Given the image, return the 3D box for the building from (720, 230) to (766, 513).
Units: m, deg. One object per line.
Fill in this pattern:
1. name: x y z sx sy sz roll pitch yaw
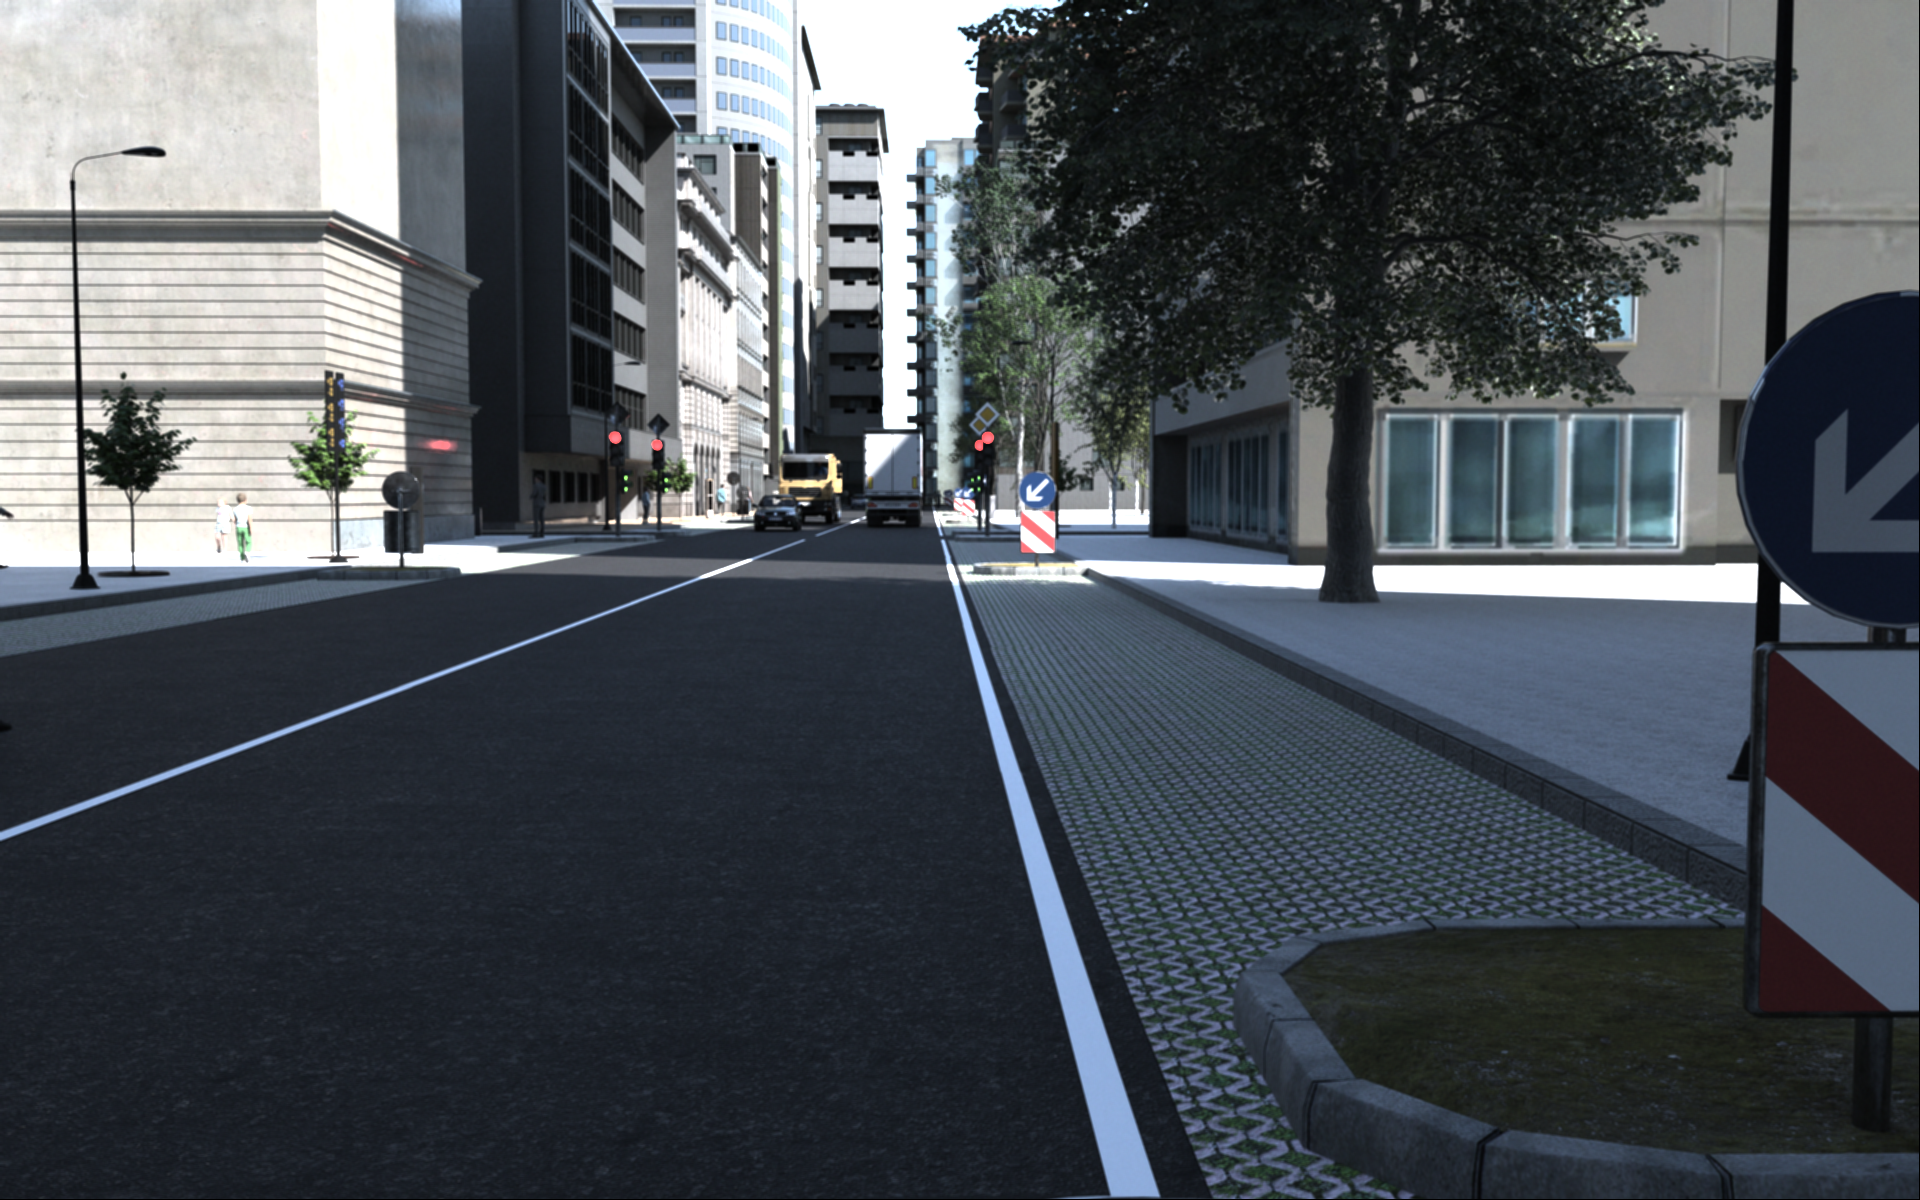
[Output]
1. building: -19.734 -16.876 125.068 9.793 20.994 18.267 0 4 -1

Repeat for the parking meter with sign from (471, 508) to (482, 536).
1. parking meter with sign: -15.582 -3.477 53.115 1.738 3.016 0.543 0 4 -6

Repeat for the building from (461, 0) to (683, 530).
1. building: -21.308 -15.669 75.259 14.314 24.678 30.058 0 4 -1

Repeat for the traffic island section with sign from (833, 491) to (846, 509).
1. traffic island section with sign: -12.014 -9.420 162.648 1.989 1.847 2.006 0 4 -1

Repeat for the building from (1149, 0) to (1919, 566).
1. building: 16.480 -25.463 40.029 21.300 48.544 21.600 0 4 -1

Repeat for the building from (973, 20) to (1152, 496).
1. building: 12.474 -31.244 165.457 22.147 44.769 28.867 0 4 -1

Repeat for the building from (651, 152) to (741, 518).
1. building: -20.983 -15.996 103.337 13.314 21.916 24.055 0 4 -1

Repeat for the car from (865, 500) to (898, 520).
1. car: -4.405 -5.471 98.246 1.959 1.807 4.718 0 4 -2

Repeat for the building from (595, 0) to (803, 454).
1. building: -26.362 -37.963 162.700 21.231 58.520 28.212 0 4 -1

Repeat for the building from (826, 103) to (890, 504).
1. building: -21.311 -39.407 233.545 27.495 52.752 28.713 0 4 -1

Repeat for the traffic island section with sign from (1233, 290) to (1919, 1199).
1. traffic island section with sign: 1.734 0.272 4.181 1.989 1.847 2.006 0 4 -1

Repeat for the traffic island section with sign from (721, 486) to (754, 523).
1. traffic island section with sign: -10.644 -4.678 85.112 1.989 1.847 2.006 0 4 -1

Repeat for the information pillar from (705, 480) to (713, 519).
1. information pillar: -12.828 -5.143 88.579 0.304 2.012 0.304 -2 4 -32

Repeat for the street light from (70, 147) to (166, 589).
1. street light: -11.322 -3.105 23.307 1.470 5.913 1.316 0 4 -1

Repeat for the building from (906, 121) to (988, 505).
1. building: 8.075 -37.438 231.719 30.456 49.044 23.786 0 4 -1

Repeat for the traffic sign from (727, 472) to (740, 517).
1. traffic sign: -12.887 -6.018 98.493 0.768 2.556 0.104 0 4 3

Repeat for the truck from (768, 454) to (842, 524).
1. truck: -7.371 -5.482 85.550 3.469 3.379 9.791 0 4 -1

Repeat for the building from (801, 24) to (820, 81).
1. building: -30.043 -37.046 194.946 27.495 52.752 28.713 0 4 -1

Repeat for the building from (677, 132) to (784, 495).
1. building: -22.145 -22.665 142.278 14.160 30.474 14.107 0 4 -1

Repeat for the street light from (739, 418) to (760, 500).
1. street light: -12.900 -8.146 105.723 1.470 5.913 1.316 0 4 -1

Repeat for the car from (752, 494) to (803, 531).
1. car: -7.131 -3.560 67.991 2.009 1.686 4.222 0 4 -3

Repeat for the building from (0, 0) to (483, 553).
1. building: -30.835 -13.743 43.776 34.723 24.649 14.460 0 4 -1

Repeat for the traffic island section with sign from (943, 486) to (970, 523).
1. traffic island section with sign: 0.285 -4.690 85.313 1.989 1.847 2.006 0 4 -1

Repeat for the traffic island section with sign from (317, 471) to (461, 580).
1. traffic island section with sign: -9.644 -1.278 29.531 1.989 1.847 2.006 0 4 -1

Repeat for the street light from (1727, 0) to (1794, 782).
1. street light: 3.089 -2.147 7.642 1.470 5.913 1.316 0 4 -1

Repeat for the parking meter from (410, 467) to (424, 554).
1. parking meter: -11.614 -1.917 37.053 0.255 1.863 0.399 -1 4 -15

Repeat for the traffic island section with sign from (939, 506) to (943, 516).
1. traffic island section with sign: -0.191 -6.342 112.316 1.989 1.847 2.006 0 4 -1

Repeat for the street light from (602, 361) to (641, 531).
1. street light: -11.879 -5.398 60.794 1.470 5.913 1.316 0 4 -1

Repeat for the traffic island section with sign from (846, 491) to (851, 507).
1. traffic island section with sign: -12.506 -11.135 190.681 1.989 1.847 2.006 0 4 -1

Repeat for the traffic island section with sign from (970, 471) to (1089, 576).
1. traffic island section with sign: 1.238 -1.376 31.132 1.989 1.847 2.006 0 4 -1

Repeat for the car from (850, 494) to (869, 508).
1. car: -10.076 -9.931 174.368 2.014 1.417 4.499 0 4 -1

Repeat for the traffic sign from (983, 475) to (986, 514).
1. traffic sign: 1.500 -6.807 111.405 0.768 2.556 0.104 0 4 1

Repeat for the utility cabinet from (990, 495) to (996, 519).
1. utility cabinet: 1.679 -4.770 89.158 0.306 1.237 1.020 0 4 1

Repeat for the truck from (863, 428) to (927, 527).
1. truck: -2.956 -5.523 79.220 2.839 4.237 11.283 0 4 -1

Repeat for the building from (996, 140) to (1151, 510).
1. building: 9.916 -22.795 144.398 14.160 30.474 14.107 0 4 -1

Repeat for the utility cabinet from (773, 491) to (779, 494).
1. utility cabinet: -13.238 -7.147 125.534 0.318 1.500 1.173 1 4 10

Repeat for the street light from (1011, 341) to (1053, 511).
1. street light: 2.258 -4.897 52.615 1.470 5.913 1.316 0 4 -1
